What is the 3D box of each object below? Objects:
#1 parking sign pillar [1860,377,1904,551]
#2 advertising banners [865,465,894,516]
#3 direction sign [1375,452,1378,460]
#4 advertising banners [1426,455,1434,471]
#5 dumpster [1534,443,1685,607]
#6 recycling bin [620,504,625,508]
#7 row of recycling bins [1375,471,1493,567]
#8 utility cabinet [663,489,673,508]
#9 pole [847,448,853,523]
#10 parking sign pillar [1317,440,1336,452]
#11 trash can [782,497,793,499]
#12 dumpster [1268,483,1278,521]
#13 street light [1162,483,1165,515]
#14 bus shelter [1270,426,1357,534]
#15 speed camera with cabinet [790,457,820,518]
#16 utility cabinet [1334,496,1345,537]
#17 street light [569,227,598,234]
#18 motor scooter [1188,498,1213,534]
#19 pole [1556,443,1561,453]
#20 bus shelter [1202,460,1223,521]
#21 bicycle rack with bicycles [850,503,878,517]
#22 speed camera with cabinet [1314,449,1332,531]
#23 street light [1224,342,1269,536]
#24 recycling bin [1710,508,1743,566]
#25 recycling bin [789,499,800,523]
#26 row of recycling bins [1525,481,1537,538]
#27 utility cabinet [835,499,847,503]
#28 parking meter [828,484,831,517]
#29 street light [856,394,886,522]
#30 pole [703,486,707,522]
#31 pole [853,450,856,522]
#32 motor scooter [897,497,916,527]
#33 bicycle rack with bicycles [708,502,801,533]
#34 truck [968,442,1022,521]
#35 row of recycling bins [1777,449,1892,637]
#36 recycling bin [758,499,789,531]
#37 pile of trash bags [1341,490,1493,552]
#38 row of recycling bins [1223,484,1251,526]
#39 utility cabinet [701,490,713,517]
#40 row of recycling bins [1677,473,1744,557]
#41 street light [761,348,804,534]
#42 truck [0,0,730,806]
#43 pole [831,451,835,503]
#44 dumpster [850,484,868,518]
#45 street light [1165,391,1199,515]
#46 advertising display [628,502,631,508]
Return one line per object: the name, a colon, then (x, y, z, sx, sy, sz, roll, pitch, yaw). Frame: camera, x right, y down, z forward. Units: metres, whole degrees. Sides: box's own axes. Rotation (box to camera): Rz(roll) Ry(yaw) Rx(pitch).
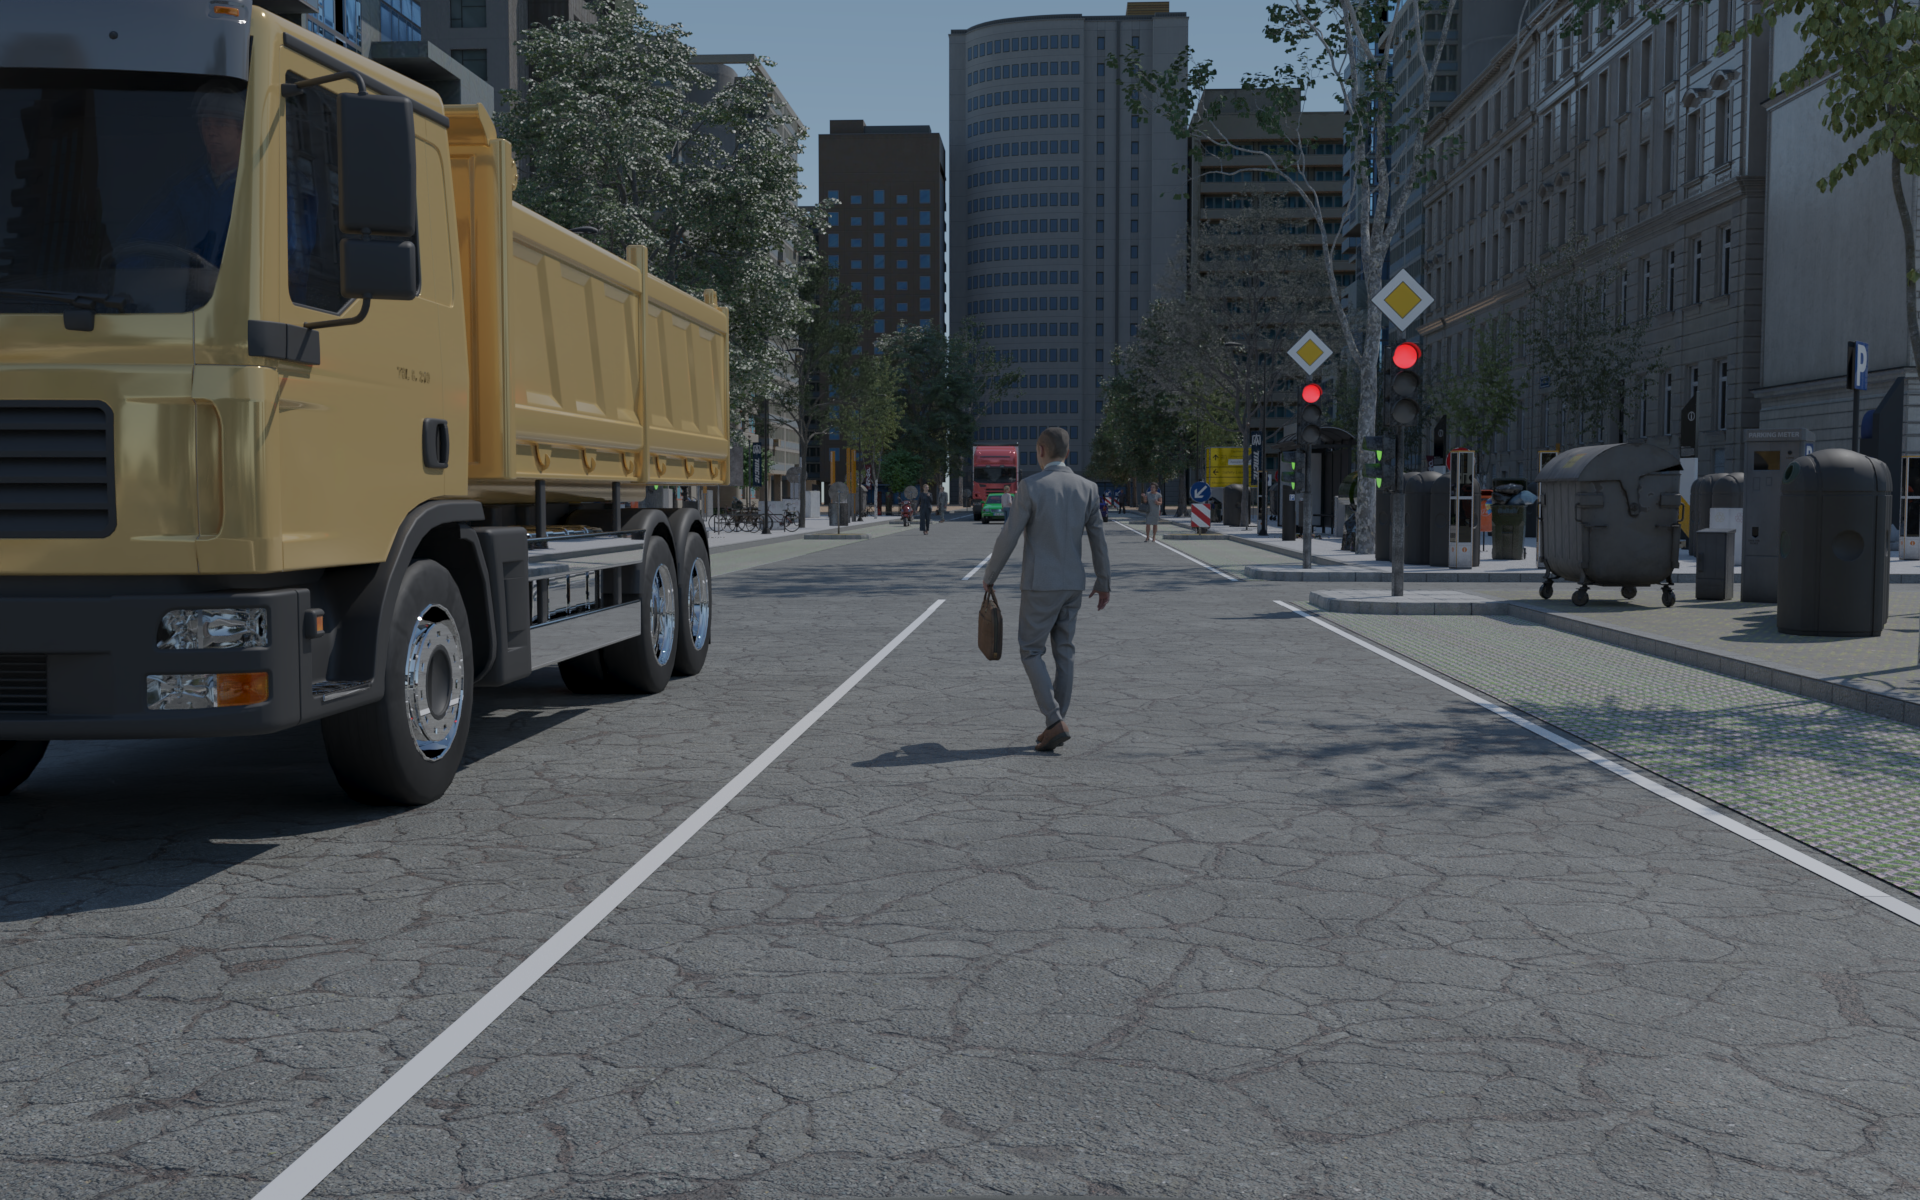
parking sign pillar: (21.007, -3.123, 39.527, 1.447, 3.967, 1.447, -3, 5, -40)
advertising banners: (-4.832, -6.525, 102.873, 2.074, 3.025, 0.090, 2, 4, 32)
direction sign: (20.448, -5.723, 85.563, 0.379, 3.537, 0.876, -1, 4, -11)
advertising banners: (22.019, -5.047, 78.711, 2.074, 3.025, 0.090, -1, 4, -20)
dumpster: (7.625, -0.893, 20.365, 1.264, 1.857, 1.865, 0, 4, 3)
recycling bin: (-8.783, -1.854, 42.871, 0.722, 1.027, 0.722, 3, 4, 38)
row of recycling bins: (8.565, -1.519, 31.950, 1.069, 1.692, 3.534, 0, 4, -6)
utility cabinet: (-12.438, -3.844, 71.533, 1.173, 1.500, 0.318, 2, 4, 24)
pole: (-4.932, -5.061, 76.597, 0.158, 3.312, 0.155, 0, 3, 0)
parking sign pillar: (17.319, -5.673, 81.231, 1.447, 3.967, 1.447, 2, 4, 29)
trash can: (-9.678, -5.247, 97.446, 0.748, 1.137, 0.748, 0, 3, 0)
dumpster: (15.665, -4.776, 83.839, 1.264, 1.857, 1.865, 0, 4, 3)
street light: (11.737, -8.040, 103.999, 1.470, 5.913, 1.316, 0, 4, 3)
bus shelter: (11.091, -3.697, 54.374, 2.014, 3.302, 5.546, 0, 4, 3)
speed camera with cabinet: (-8.340, -6.053, 93.299, 0.660, 3.252, 2.038, 2, 4, 29)
utility cabinet: (11.629, -2.454, 51.283, 1.020, 1.237, 0.306, 0, 4, -3)
street light: (-6.986, -3.531, 30.270, 1.470, 5.913, 1.316, 0, 4, 3)
motor scooter: (7.912, -2.699, 56.902, 0.815, 1.314, 1.986, 0, 4, 2)
pole: (24.089, -4.647, 69.823, 0.158, 3.312, 0.155, 0, 3, 0)
bus shelter: (12.506, -5.315, 80.816, 2.014, 3.302, 5.546, 0, 4, 3)
bicycle rack with bicycles: (-6.053, -5.146, 97.524, 2.925, 0.926, 2.852, -1, 4, -13)
speed camera with cabinet: (12.285, -4.008, 59.869, 2.038, 3.252, 0.660, -1, 4, -10)
street light: (8.790, -4.930, 53.151, 1.470, 5.913, 1.316, 0, 4, 3)
recycling bin: (13.954, -1.136, 31.132, 0.722, 1.027, 0.722, 3, 5, 43)
recycling bin: (-7.434, -3.994, 77.857, 0.722, 1.027, 0.722, 0, 4, 8)
row of recycling bins: (17.047, -2.719, 51.564, 1.069, 1.692, 3.534, -2, 4, -23)
utility cabinet: (-5.947, -4.660, 87.357, 0.306, 1.237, 1.020, 2, 4, 32)
parking meter: (-7.088, -5.481, 95.317, 0.255, 1.863, 0.399, 1, 4, 17)
street light: (-4.125, -6.611, 80.626, 1.470, 5.913, 1.316, 0, 4, 3)
pole: (-11.924, -5.326, 80.916, 0.158, 3.312, 0.155, 0, 3, 0)
pole: (-4.888, -5.250, 79.678, 0.158, 3.312, 0.155, 0, 3, 0)
motor scooter: (-2.337, -3.866, 75.980, 0.815, 1.314, 1.986, 0, 4, 2)
bicycle rack with bicycles: (-7.105, -2.718, 57.815, 2.925, 0.926, 2.852, 1, 4, 18)
truck: (1.998, -6.555, 96.091, 2.839, 4.237, 11.283, 0, 4, 2)
row of recycling bins: (8.621, -0.608, 17.052, 1.069, 1.692, 3.534, 2, 4, 26)
recycling bin: (-6.661, -2.983, 61.328, 0.722, 1.027, 0.722, -3, 5, -41)
pile of trash bags: (10.289, -1.776, 38.784, 3.447, 1.369, 1.912, 1, 4, 13)
row of recycling bins: (11.492, -3.968, 71.996, 1.069, 1.692, 3.534, 1, 4, 15)
utility cabinet: (-13.972, -5.326, 95.765, 0.318, 1.500, 1.173, -2, 4, -26)
row of recycling bins: (15.235, -1.683, 34.628, 1.069, 1.692, 3.534, 1, 4, 15)
street light: (-5.657, -5.055, 55.185, 1.470, 5.913, 1.316, 0, 4, 3)
truck: (-3.519, -0.870, 10.144, 3.469, 3.379, 9.791, 0, 4, 3)
pole: (-6.051, -5.420, 82.460, 0.158, 3.312, 0.155, 0, 3, 0)
dumpster: (-5.768, -5.447, 94.825, 1.264, 1.857, 1.865, 0, 4, 3)
street light: (10.188, -6.467, 78.274, 1.470, 5.913, 1.316, 0, 4, 3)
advertising display: (-17.320, -5.213, 90.447, 0.974, 1.923, 0.123, 0, 4, 5)
